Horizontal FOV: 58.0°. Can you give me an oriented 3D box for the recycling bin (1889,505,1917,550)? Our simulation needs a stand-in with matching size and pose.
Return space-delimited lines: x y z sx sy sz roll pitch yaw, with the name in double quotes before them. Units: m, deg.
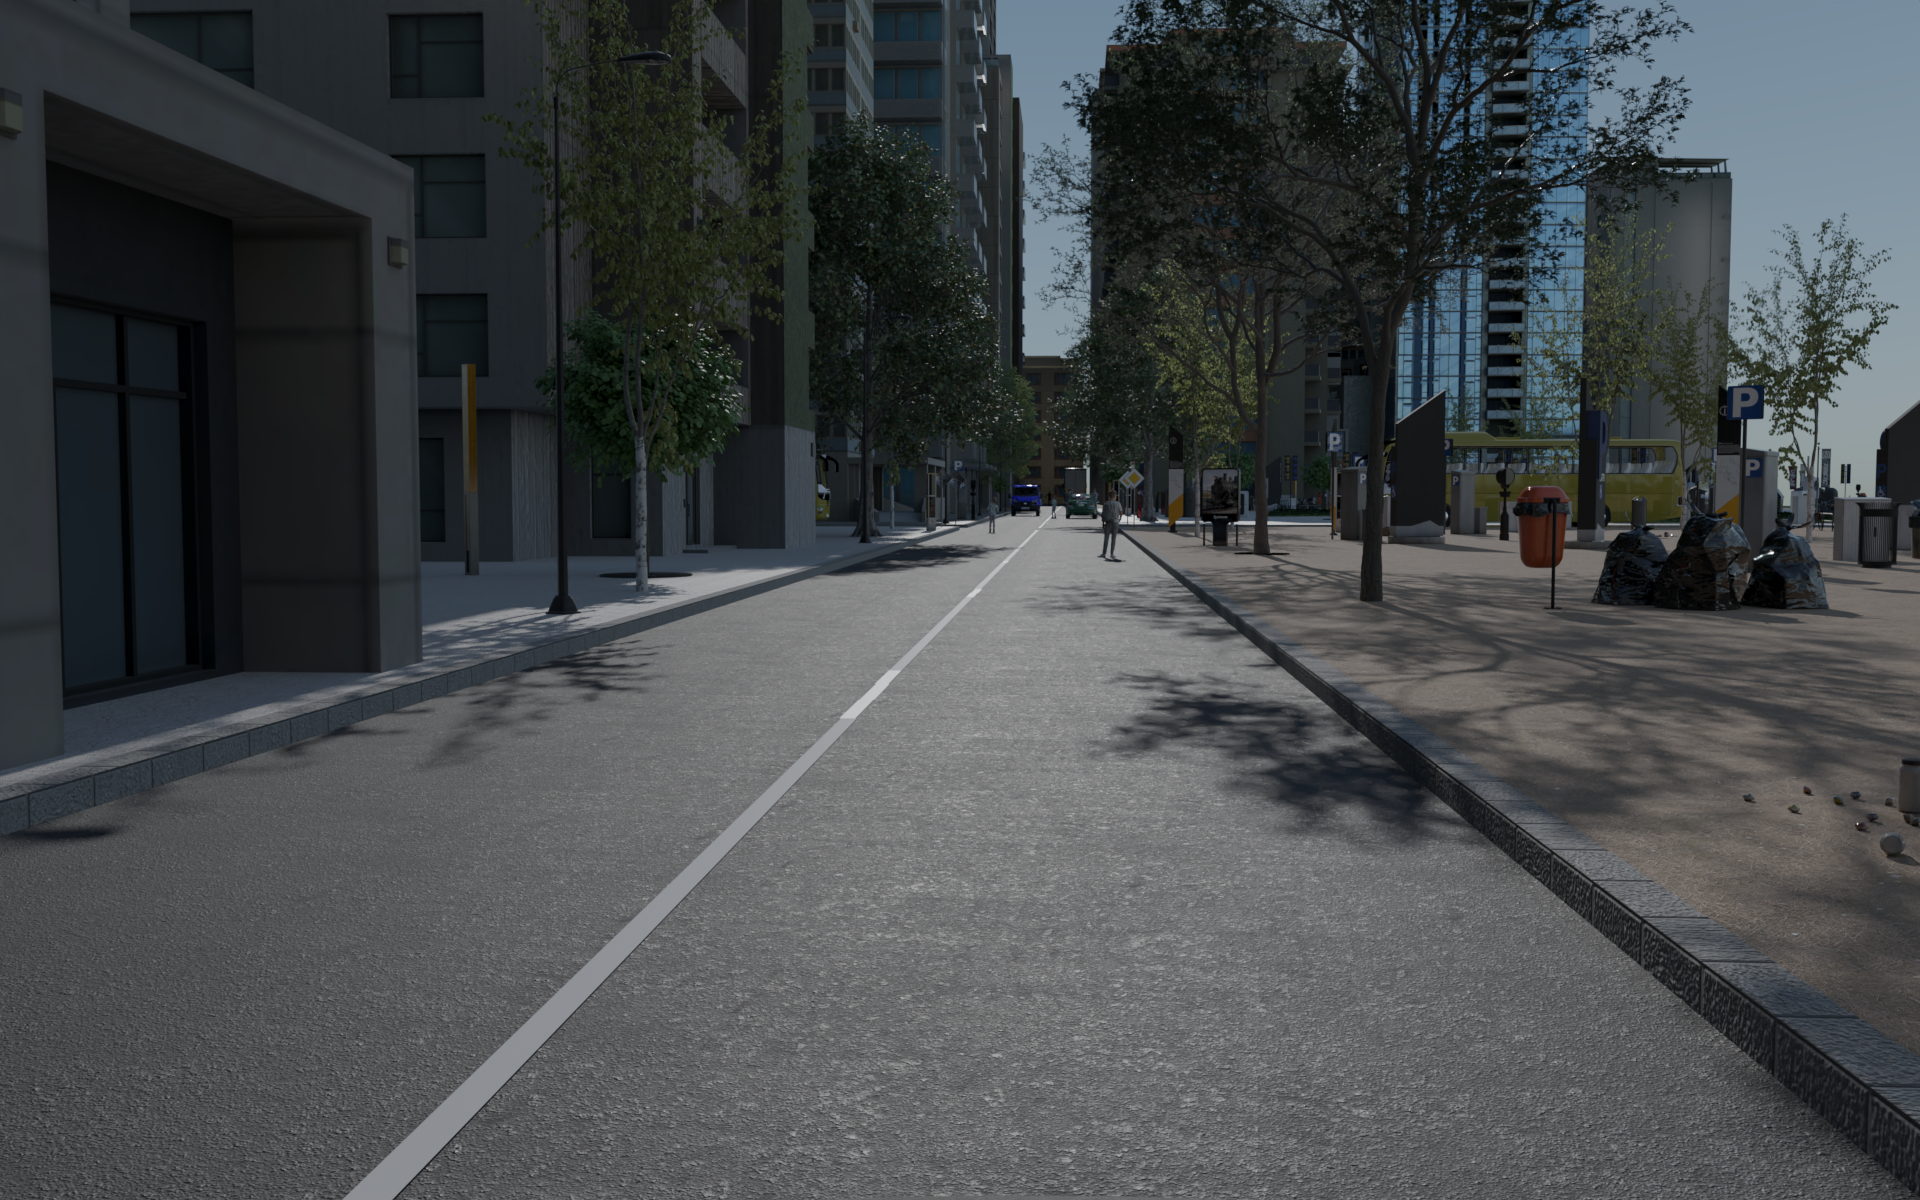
"recycling bin" 21.718 -1.669 39.835 0.722 1.027 0.722 3 5 41

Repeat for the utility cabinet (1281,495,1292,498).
"utility cabinet" 24.505 -7.310 130.680 1.020 1.237 0.306 0 4 6

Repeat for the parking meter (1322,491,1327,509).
"parking meter" 27.680 -7.537 131.641 0.372 1.533 0.369 0 3 0

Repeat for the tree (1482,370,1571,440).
"tree" 33.444 -9.176 100.389 4.737 8.622 4.395 0 3 0

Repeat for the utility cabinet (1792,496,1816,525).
"utility cabinet" 35.489 -3.774 72.870 1.020 1.237 0.306 -1 4 -23

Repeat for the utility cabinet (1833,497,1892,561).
"utility cabinet" 17.405 -1.361 33.414 1.020 1.237 0.306 -1 4 -9

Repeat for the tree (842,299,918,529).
"tree" -2.735 -6.947 63.940 4.737 8.622 4.395 0 3 0

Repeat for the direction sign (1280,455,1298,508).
"direction sign" 19.323 -6.677 101.167 0.876 3.537 0.379 -2 4 -23

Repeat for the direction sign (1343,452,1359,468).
"direction sign" 20.967 -6.180 93.034 0.876 3.537 0.379 -1 4 -10

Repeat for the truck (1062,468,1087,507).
"truck" 12.871 -12.539 193.926 2.839 4.237 11.283 0 4 3

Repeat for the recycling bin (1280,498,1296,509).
"recycling bin" 20.608 -5.888 108.821 0.722 1.027 0.722 -3 5 -44

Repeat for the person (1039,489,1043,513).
"person" 6.069 -7.523 131.597 0.616 1.811 0.778 -1 4 -15

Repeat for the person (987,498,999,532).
"person" 1.214 -3.186 64.865 0.425 1.301 0.394 -1 4 -15

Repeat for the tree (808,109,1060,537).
"tree" -2.710 -8.251 51.919 9.611 12.733 9.660 0 3 0

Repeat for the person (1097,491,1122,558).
"person" 3.372 -1.705 38.980 0.503 1.515 0.523 -2 4 -24

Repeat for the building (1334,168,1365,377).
"building" 58.329 -37.694 240.003 21.600 48.544 21.300 0 4 4

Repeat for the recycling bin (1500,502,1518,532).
"recycling bin" 18.718 -2.816 58.595 0.722 1.027 0.722 0 4 2

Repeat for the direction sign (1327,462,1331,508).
"direction sign" 26.256 -8.026 123.214 0.379 3.537 0.876 2 4 28

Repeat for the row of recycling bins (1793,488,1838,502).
"row of recycling bins" 54.335 -6.301 110.138 1.069 1.692 3.534 -1 4 -16

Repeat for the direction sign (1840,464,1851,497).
"direction sign" 66.333 -8.426 129.765 0.379 3.537 0.876 -1 4 -21

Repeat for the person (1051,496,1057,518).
"person" 5.502 -5.449 101.869 0.394 1.301 0.425 2 4 28

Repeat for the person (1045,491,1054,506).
"person" 11.083 -12.570 214.152 1.348 1.807 0.705 -1 4 -9

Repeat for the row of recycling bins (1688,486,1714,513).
"row of recycling bins" 38.110 -4.950 88.041 1.069 1.692 3.534 0 4 -4

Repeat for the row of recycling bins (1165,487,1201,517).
"row of recycling bins" 13.055 -5.408 95.540 3.534 1.692 1.069 -1 4 -12

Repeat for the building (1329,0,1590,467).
"building" 61.985 -54.864 209.701 31.000 86.520 22.319 0 4 4

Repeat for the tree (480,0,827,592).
"tree" -3.965 -4.421 22.652 4.737 8.622 4.395 0 3 0

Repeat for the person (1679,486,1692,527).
"person" 29.445 -3.742 70.228 0.362 1.759 0.519 -2 4 -28

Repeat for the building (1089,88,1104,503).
"building" 32.422 -42.817 242.060 28.212 58.520 21.231 0 4 4

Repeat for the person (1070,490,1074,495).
"person" 9.455 -8.384 145.823 0.600 1.795 0.529 -1 4 -10

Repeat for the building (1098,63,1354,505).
"building" 31.060 -37.958 209.858 28.713 52.752 27.495 0 4 4

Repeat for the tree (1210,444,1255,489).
"tree" 17.830 -7.871 112.406 4.285 4.588 4.351 0 3 0

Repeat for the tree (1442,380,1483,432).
"tree" 32.359 -9.925 112.633 4.737 8.622 4.395 0 3 0

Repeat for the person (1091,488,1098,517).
"person" 8.284 -6.031 107.283 0.511 1.800 0.466 2 4 27

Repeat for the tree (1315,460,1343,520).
"tree" 18.666 -5.588 85.959 1.663 3.219 1.824 0 3 0

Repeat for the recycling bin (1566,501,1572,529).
"recycling bin" 21.746 -3.086 63.008 0.722 1.027 0.722 -1 4 -10

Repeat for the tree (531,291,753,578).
"tree" -4.947 -2.650 27.042 4.285 4.588 4.351 0 3 0

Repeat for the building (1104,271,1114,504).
"building" 22.875 -25.600 190.265 14.160 30.474 14.107 0 4 4

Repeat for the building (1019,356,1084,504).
"building" 3.138 -24.621 247.590 28.899 21.520 27.650 0 4 4

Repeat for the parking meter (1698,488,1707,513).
"parking meter" 33.578 -4.276 78.331 0.372 1.533 0.369 0 3 0

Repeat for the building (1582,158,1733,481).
"building" 84.816 -32.370 212.851 14.086 41.232 14.154 0 4 4

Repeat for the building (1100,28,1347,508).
"building" 24.832 -31.400 168.008 22.147 44.769 28.867 0 4 4

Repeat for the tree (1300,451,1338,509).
"tree" 26.799 -8.783 127.315 4.285 4.588 4.351 0 3 0

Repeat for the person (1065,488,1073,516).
"person" 7.184 -6.435 113.895 0.473 1.802 0.592 -1 4 -11

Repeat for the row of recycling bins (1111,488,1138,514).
"row of recycling bins" 10.790 -6.315 110.369 1.069 1.692 3.534 3 5 42

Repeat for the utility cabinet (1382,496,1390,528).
"utility cabinet" 15.263 -3.053 61.074 1.020 1.237 0.306 -3 4 -39
